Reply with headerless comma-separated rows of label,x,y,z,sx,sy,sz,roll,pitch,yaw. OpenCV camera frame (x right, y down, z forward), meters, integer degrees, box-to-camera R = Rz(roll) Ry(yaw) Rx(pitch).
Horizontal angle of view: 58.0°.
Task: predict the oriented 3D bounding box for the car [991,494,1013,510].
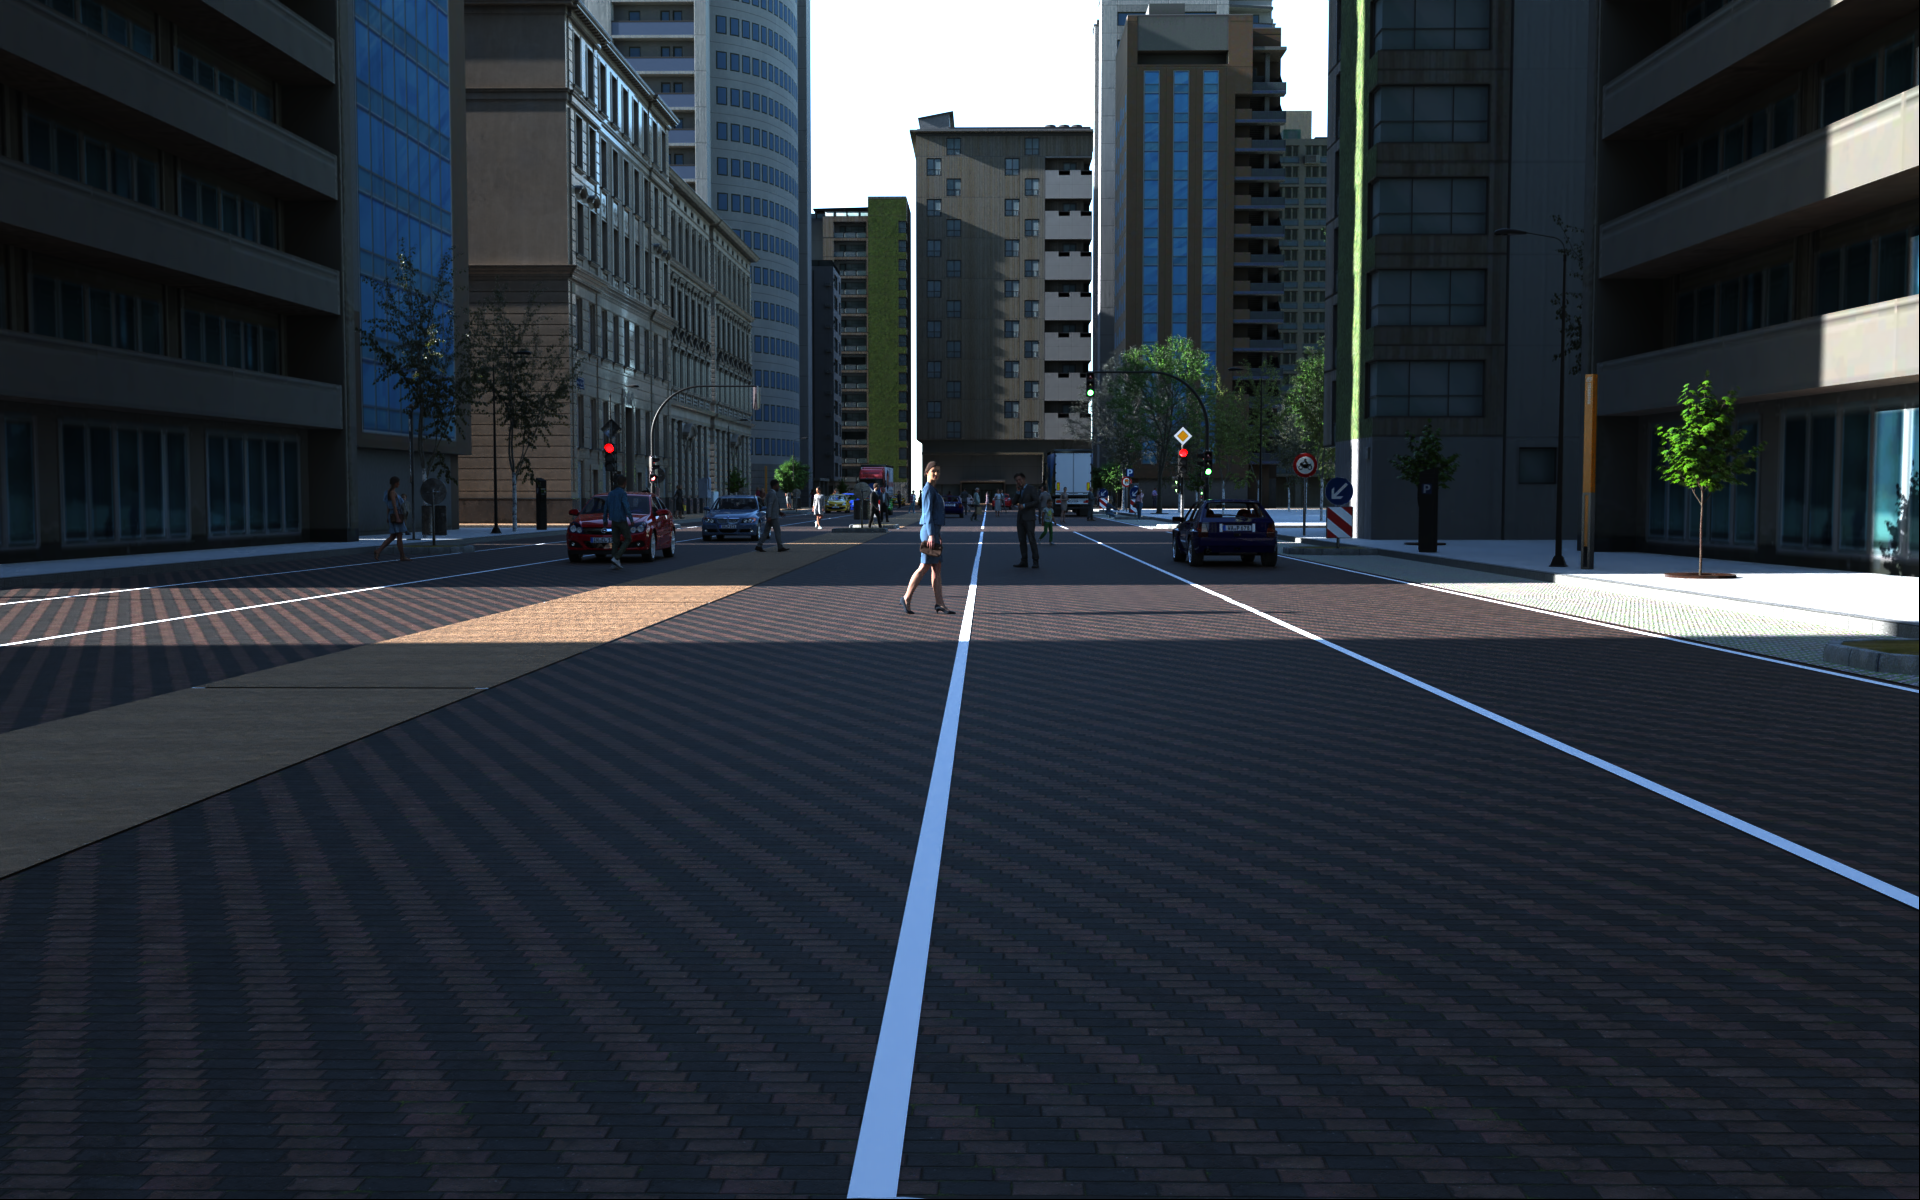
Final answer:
car,3.895,-9.239,160.096,2.155,1.783,4.494,0,4,3

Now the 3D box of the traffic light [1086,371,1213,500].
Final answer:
traffic light,7.015,-5.463,63.980,4.771,5.953,1.251,0,4,1

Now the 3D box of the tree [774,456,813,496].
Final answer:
tree,-13.977,-9.891,145.432,4.285,4.588,4.351,0,3,0

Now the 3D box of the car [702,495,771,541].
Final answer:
car,-6.995,-2.602,54.548,2.014,1.417,4.499,0,4,1

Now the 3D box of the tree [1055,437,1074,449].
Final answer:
tree,13.858,-16.724,223.791,4.360,8.622,3.978,0,3,0

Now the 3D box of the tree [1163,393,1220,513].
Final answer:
tree,17.779,-11.088,131.655,4.360,8.622,3.978,0,3,0

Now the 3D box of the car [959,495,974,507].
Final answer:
car,0.637,-11.139,194.482,2.083,1.381,4.827,0,4,1

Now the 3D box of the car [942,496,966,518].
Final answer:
car,-0.631,-5.698,105.743,1.945,1.354,3.894,0,4,0

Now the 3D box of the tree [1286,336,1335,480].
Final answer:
tree,30.760,-14.160,138.167,9.857,13.997,8.962,0,3,0

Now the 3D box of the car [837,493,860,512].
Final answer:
car,-8.986,-7.898,138.725,1.945,1.707,3.694,0,4,-1

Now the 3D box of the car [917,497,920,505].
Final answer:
car,-4.494,-12.851,220.340,2.015,1.641,3.980,0,4,0

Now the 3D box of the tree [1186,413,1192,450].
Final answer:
tree,15.379,-9.248,101.565,4.737,8.622,4.395,0,3,0

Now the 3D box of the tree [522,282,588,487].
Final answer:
tree,-15.042,-6.659,59.238,4.360,8.622,3.978,0,3,0

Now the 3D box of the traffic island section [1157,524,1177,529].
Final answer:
traffic island section,9.279,-3.052,72.184,2.009,0.180,2.903,0,4,1

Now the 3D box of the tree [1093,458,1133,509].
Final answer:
tree,13.607,-10.261,151.473,4.285,4.588,4.351,0,3,0

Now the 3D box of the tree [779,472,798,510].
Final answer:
tree,-13.873,-8.818,138.779,1.663,3.219,1.824,0,3,0

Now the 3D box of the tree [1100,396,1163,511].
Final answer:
tree,12.455,-11.047,130.974,4.360,8.622,3.978,0,3,0

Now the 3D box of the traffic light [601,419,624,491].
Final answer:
traffic light,-12.950,-4.618,64.432,0.839,4.253,0.868,0,4,1

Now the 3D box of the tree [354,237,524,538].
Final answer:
tree,-15.463,-6.135,50.675,4.360,8.622,3.978,0,3,0

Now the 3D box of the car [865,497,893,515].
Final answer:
car,-5.539,-6.738,118.961,1.959,1.807,4.718,0,4,-1

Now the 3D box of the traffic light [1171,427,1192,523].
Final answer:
traffic light,9.239,-5.086,72.071,0.839,4.253,0.868,0,4,1

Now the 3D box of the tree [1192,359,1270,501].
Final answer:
tree,15.576,-8.629,91.450,4.737,8.622,4.395,0,3,0

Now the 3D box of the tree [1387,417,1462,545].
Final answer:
tree,11.843,-2.994,43.558,1.663,3.219,1.824,0,3,0

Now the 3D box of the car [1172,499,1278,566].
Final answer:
car,5.404,-1.411,35.649,1.945,1.354,3.894,0,4,0

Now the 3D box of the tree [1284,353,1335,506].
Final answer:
tree,26.067,-11.822,119.052,9.928,11.665,9.643,0,3,0

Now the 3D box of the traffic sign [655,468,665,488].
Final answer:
traffic sign,-14.422,-5.041,82.532,0.768,2.556,0.104,1,4,9

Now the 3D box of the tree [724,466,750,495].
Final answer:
tree,-14.420,-7.082,110.398,1.663,3.219,1.824,0,3,0

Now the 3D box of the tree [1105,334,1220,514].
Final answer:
tree,13.031,-11.358,111.456,9.928,11.665,9.643,0,3,0

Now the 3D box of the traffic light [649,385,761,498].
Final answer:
traffic light,-10.726,-5.979,72.417,4.771,5.953,1.251,0,4,1

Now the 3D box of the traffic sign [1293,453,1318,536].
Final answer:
traffic sign,10.641,-3.264,53.472,0.768,2.556,0.104,0,4,3

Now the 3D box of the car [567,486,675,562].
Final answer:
car,-7.381,-1.766,37.915,2.155,1.783,4.494,0,4,-1

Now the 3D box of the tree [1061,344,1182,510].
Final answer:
tree,13.494,-14.179,142.198,12.009,13.543,11.850,0,3,0

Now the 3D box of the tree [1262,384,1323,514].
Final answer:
tree,22.078,-9.845,111.320,4.360,8.622,3.978,0,3,0

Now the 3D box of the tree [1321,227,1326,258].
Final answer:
tree,27.740,-14.816,98.123,12.611,20.169,13.585,0,3,0

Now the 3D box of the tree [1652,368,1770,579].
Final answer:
tree,11.545,-1.957,26.598,1.663,3.219,1.824,0,3,0

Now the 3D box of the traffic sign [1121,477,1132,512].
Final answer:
traffic sign,12.026,-7.641,125.034,0.768,2.556,0.104,0,4,6

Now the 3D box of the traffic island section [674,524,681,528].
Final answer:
traffic island section,-12.859,-3.075,72.551,2.009,0.180,2.903,0,4,1

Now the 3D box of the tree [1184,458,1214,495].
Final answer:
tree,11.590,-5.373,82.442,1.663,3.219,1.824,0,3,0

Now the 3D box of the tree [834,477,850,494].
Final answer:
tree,-12.978,-12.046,191.553,1.663,3.219,1.824,0,3,0

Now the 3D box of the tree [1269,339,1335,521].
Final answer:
tree,17.600,-8.111,82.971,4.737,8.622,4.395,0,3,0

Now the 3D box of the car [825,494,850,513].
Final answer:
car,-9.240,-7.372,130.754,2.015,1.641,3.980,0,4,0

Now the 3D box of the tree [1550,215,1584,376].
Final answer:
tree,16.087,-5.596,41.865,4.360,8.622,3.978,0,3,0
